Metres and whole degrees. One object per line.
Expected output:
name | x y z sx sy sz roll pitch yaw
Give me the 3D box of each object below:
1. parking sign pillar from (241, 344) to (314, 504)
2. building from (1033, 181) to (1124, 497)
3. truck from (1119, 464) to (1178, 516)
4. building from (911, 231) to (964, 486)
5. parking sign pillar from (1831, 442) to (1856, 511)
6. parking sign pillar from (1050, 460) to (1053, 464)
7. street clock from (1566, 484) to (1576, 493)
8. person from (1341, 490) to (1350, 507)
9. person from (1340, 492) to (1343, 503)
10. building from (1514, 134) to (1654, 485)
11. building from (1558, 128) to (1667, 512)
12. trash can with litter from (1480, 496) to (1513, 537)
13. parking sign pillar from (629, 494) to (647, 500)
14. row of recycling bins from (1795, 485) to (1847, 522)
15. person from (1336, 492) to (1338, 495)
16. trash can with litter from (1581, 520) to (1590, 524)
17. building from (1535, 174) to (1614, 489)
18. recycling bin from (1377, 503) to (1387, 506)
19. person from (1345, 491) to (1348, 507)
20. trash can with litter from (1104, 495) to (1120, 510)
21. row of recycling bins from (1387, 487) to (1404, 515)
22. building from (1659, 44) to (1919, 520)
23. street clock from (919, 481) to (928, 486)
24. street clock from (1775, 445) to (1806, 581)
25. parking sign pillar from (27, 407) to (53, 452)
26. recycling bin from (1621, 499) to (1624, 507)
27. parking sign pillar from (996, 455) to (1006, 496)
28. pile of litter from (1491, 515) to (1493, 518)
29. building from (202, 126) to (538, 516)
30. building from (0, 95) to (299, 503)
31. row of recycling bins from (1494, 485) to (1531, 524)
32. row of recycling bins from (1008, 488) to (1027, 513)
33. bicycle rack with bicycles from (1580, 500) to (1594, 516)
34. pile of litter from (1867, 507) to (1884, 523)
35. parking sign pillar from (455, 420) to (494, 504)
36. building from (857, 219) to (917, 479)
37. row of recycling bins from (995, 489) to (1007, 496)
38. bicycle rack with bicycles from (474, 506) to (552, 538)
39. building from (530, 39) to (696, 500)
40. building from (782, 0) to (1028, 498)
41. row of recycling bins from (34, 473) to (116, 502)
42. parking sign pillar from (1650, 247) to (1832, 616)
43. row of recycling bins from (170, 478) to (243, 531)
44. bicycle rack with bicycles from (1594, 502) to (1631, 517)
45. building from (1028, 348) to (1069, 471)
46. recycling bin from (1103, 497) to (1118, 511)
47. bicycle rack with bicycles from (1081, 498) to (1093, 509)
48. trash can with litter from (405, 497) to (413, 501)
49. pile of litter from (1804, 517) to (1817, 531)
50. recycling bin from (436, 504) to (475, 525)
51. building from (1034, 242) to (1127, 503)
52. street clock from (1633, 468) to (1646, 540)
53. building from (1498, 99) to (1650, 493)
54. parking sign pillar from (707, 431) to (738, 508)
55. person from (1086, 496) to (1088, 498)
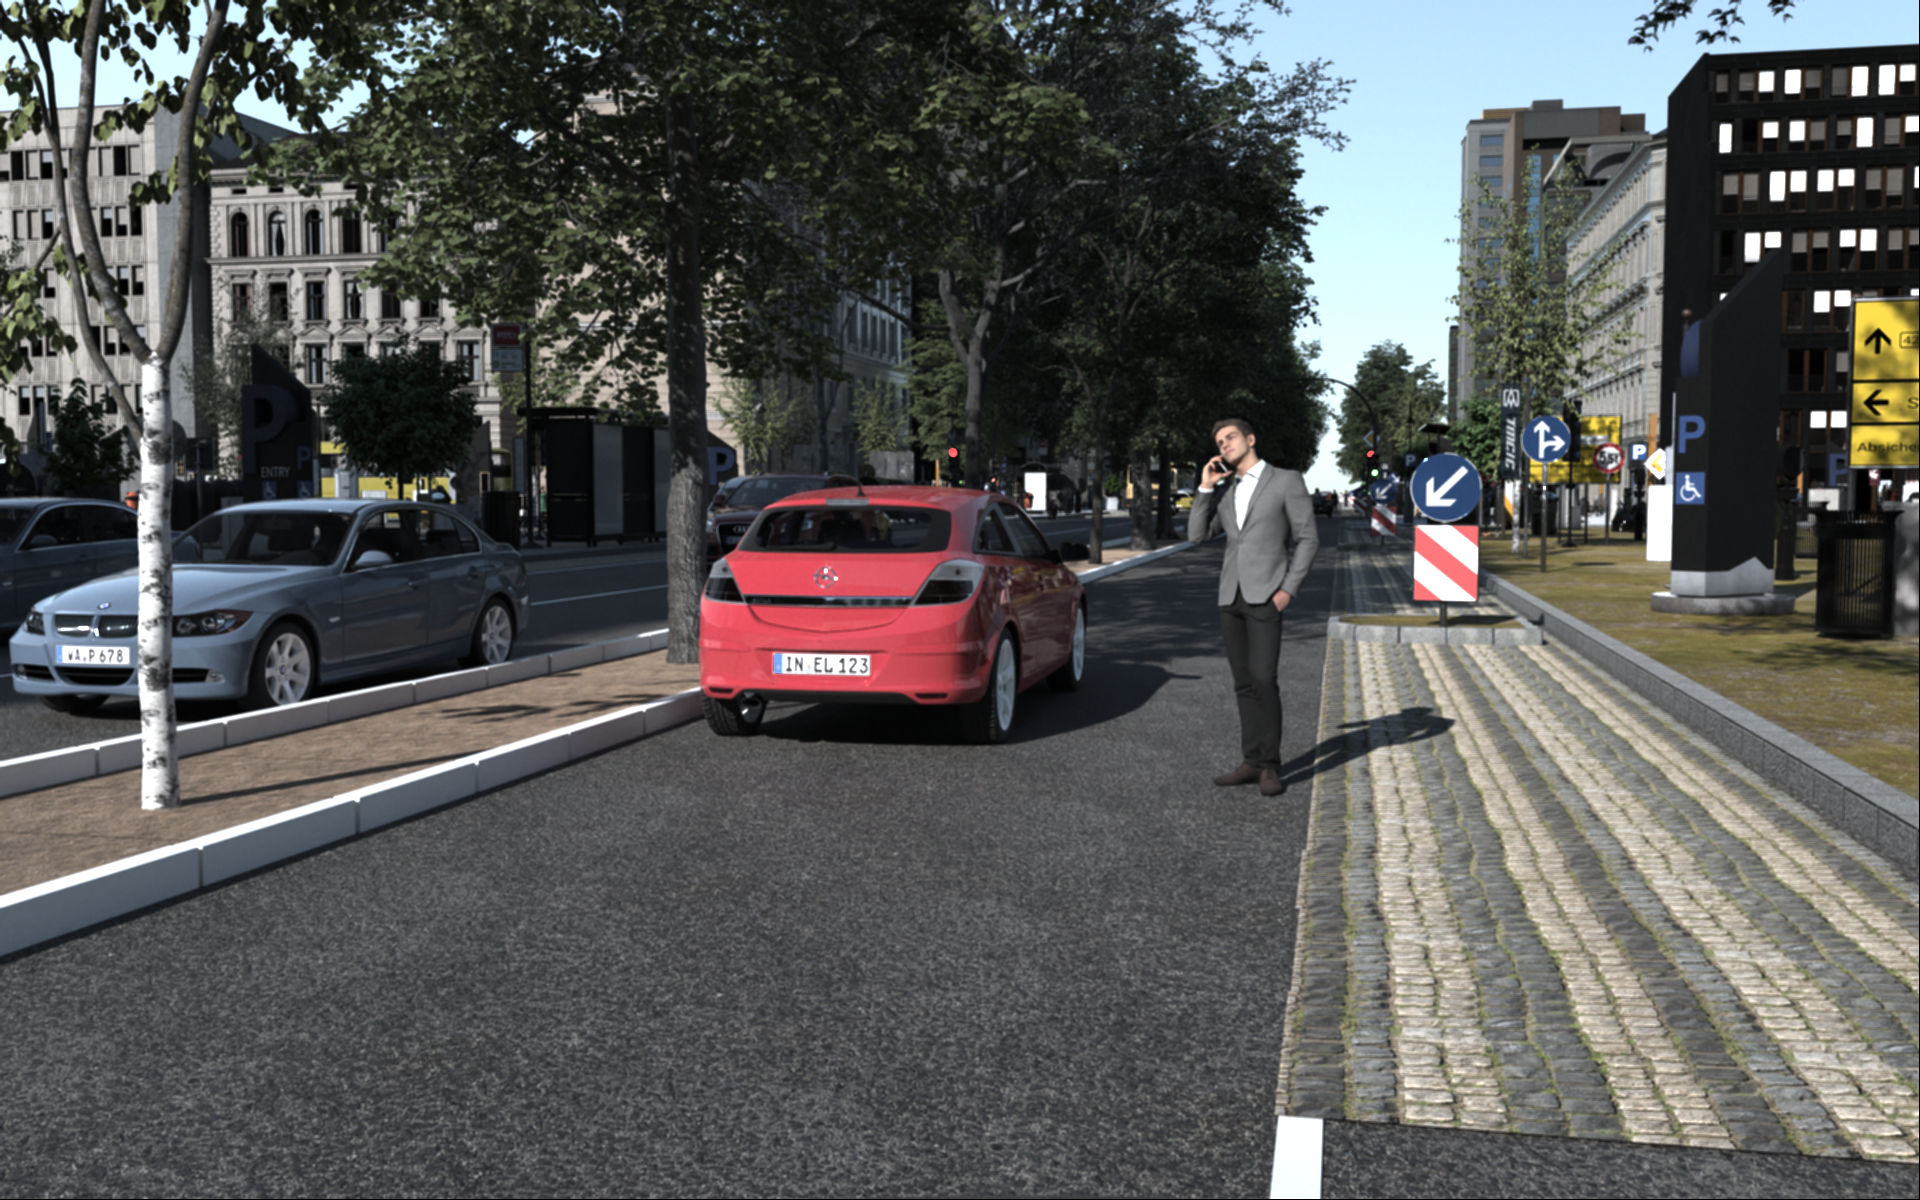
parking sign pillar | -12.126 -2.586 30.758 1.447 3.967 1.447 2 4 26
building | 17.901 -42.886 290.421 28.713 52.752 27.495 1 4 12
truck | 12.499 -7.143 112.708 3.469 3.379 9.791 1 4 12
building | -7.387 -19.242 144.291 12.332 23.373 15.834 1 4 12
parking sign pillar | 42.301 -5.796 83.237 1.447 3.967 1.447 1 4 8
parking sign pillar | 7.255 -9.145 137.997 1.447 3.967 1.447 -1 4 -14
street clock | 28.207 -4.616 80.043 0.471 2.002 0.358 0 4 -4
person | 42.622 -11.204 191.310 1.348 1.869 0.705 -1 4 -19
person | 60.501 -16.250 274.863 0.551 1.740 0.621 1 4 12
building | 73.477 -29.647 176.603 32.217 40.220 23.993 1 4 12
building | 53.568 -21.131 121.913 17.030 29.872 44.131 1 4 12
trash can with litter | 16.233 -2.564 52.981 1.678 1.210 2.233 1 4 19
parking sign pillar | -9.683 -4.015 54.119 1.447 3.967 1.447 1 4 20
row of recycling bins | 39.829 -4.538 81.315 3.534 1.692 1.069 1 4 22
person | 63.660 -17.345 293.013 0.541 1.710 0.530 2 4 30
trash can with litter | 27.147 -3.991 76.318 2.233 1.210 1.678 -3 4 -38
building | 60.647 -23.765 160.258 14.160 30.474 14.107 1 4 12
recycling bin | 35.500 -8.136 145.583 0.722 1.027 0.722 -1 4 -23
person | 39.205 -10.172 175.727 0.530 1.710 0.541 3 5 40
trash can with litter | 11.998 -7.886 139.989 2.233 1.210 1.678 -1 4 -11
row of recycling bins | 26.640 -6.036 105.802 1.069 1.692 3.534 1 4 16
building | 45.874 -15.897 89.595 15.834 23.373 12.332 1 4 12
street clock | -2.055 -5.695 97.688 0.471 2.002 0.358 -2 4 -31
street clock | 12.257 -1.292 25.688 0.471 2.002 0.358 -1 4 -23
parking sign pillar | -28.779 -4.019 54.186 1.447 3.967 1.447 -3 5 -40
recycling bin | 38.106 -5.263 98.601 0.722 1.027 0.722 3 5 40
parking sign pillar | 2.693 -7.638 113.347 1.447 3.967 1.447 -1 4 -8
pile of litter | 28.826 -4.796 92.381 1.176 0.858 1.719 0 4 -3
building | -34.493 -16.956 106.117 19.941 23.489 11.050 1 4 12
building | -54.007 -17.907 110.801 19.932 24.808 12.078 1 4 12
row of recycling bins | 23.918 -4.156 75.058 1.069 1.692 3.534 2 4 32
row of recycling bins | 4.624 -6.898 119.890 1.069 1.692 3.534 2 4 25
bicycle rack with bicycles | 35.671 -5.294 99.933 2.925 0.926 2.852 1 4 19
pile of litter | 39.235 -3.661 73.822 1.719 0.858 1.176 -1 4 -17
parking sign pillar | -17.823 -4.594 63.581 1.447 3.967 1.447 0 4 6
building | -11.812 -20.821 126.325 13.634 28.700 20.117 1 4 12
row of recycling bins | 2.314 -8.120 139.882 3.534 1.692 1.069 -1 4 -14
bicycle rack with bicycles | -12.962 -2.334 51.541 2.925 0.926 2.852 2 4 25
building | -15.896 -19.604 106.426 13.634 28.700 20.117 1 4 12
building | -5.754 -33.292 168.027 21.300 48.544 21.600 1 4 12
row of recycling bins | -17.733 -1.638 33.898 3.534 1.692 1.069 2 4 34
parking sign pillar | 8.318 -1.854 18.792 1.447 3.967 1.447 -2 4 -34
row of recycling bins | -20.149 -2.406 46.456 1.069 1.692 3.534 1 4 15
bicycle rack with bicycles | 33.735 -4.447 86.098 2.852 0.926 2.925 -1 4 -11
building | -3.646 -21.355 194.197 27.650 21.520 28.899 1 4 12
recycling bin | 11.788 -7.450 134.366 0.722 1.027 0.722 -1 4 -17
bicycle rack with bicycles | 10.976 -8.050 144.994 2.925 0.926 2.852 -3 5 -42
trash can with litter | -20.642 -3.333 65.884 1.055 1.170 0.624 -2 4 -28
pile of litter | 30.125 -2.829 60.220 1.176 0.858 1.719 0 4 -5
recycling bin | -13.026 -1.965 44.688 0.722 1.027 0.722 2 4 25
building | 10.321 -35.110 265.931 32.217 40.220 23.993 1 4 12
street clock | 18.947 -2.675 48.310 0.358 2.002 0.471 1 4 11
building | 69.218 -33.443 196.908 14.600 45.320 14.200 1 4 12
parking sign pillar | -9.858 -5.092 71.732 1.447 3.967 1.447 -1 4 -21
person | 17.534 -13.906 235.996 0.705 1.807 1.348 2 4 26
